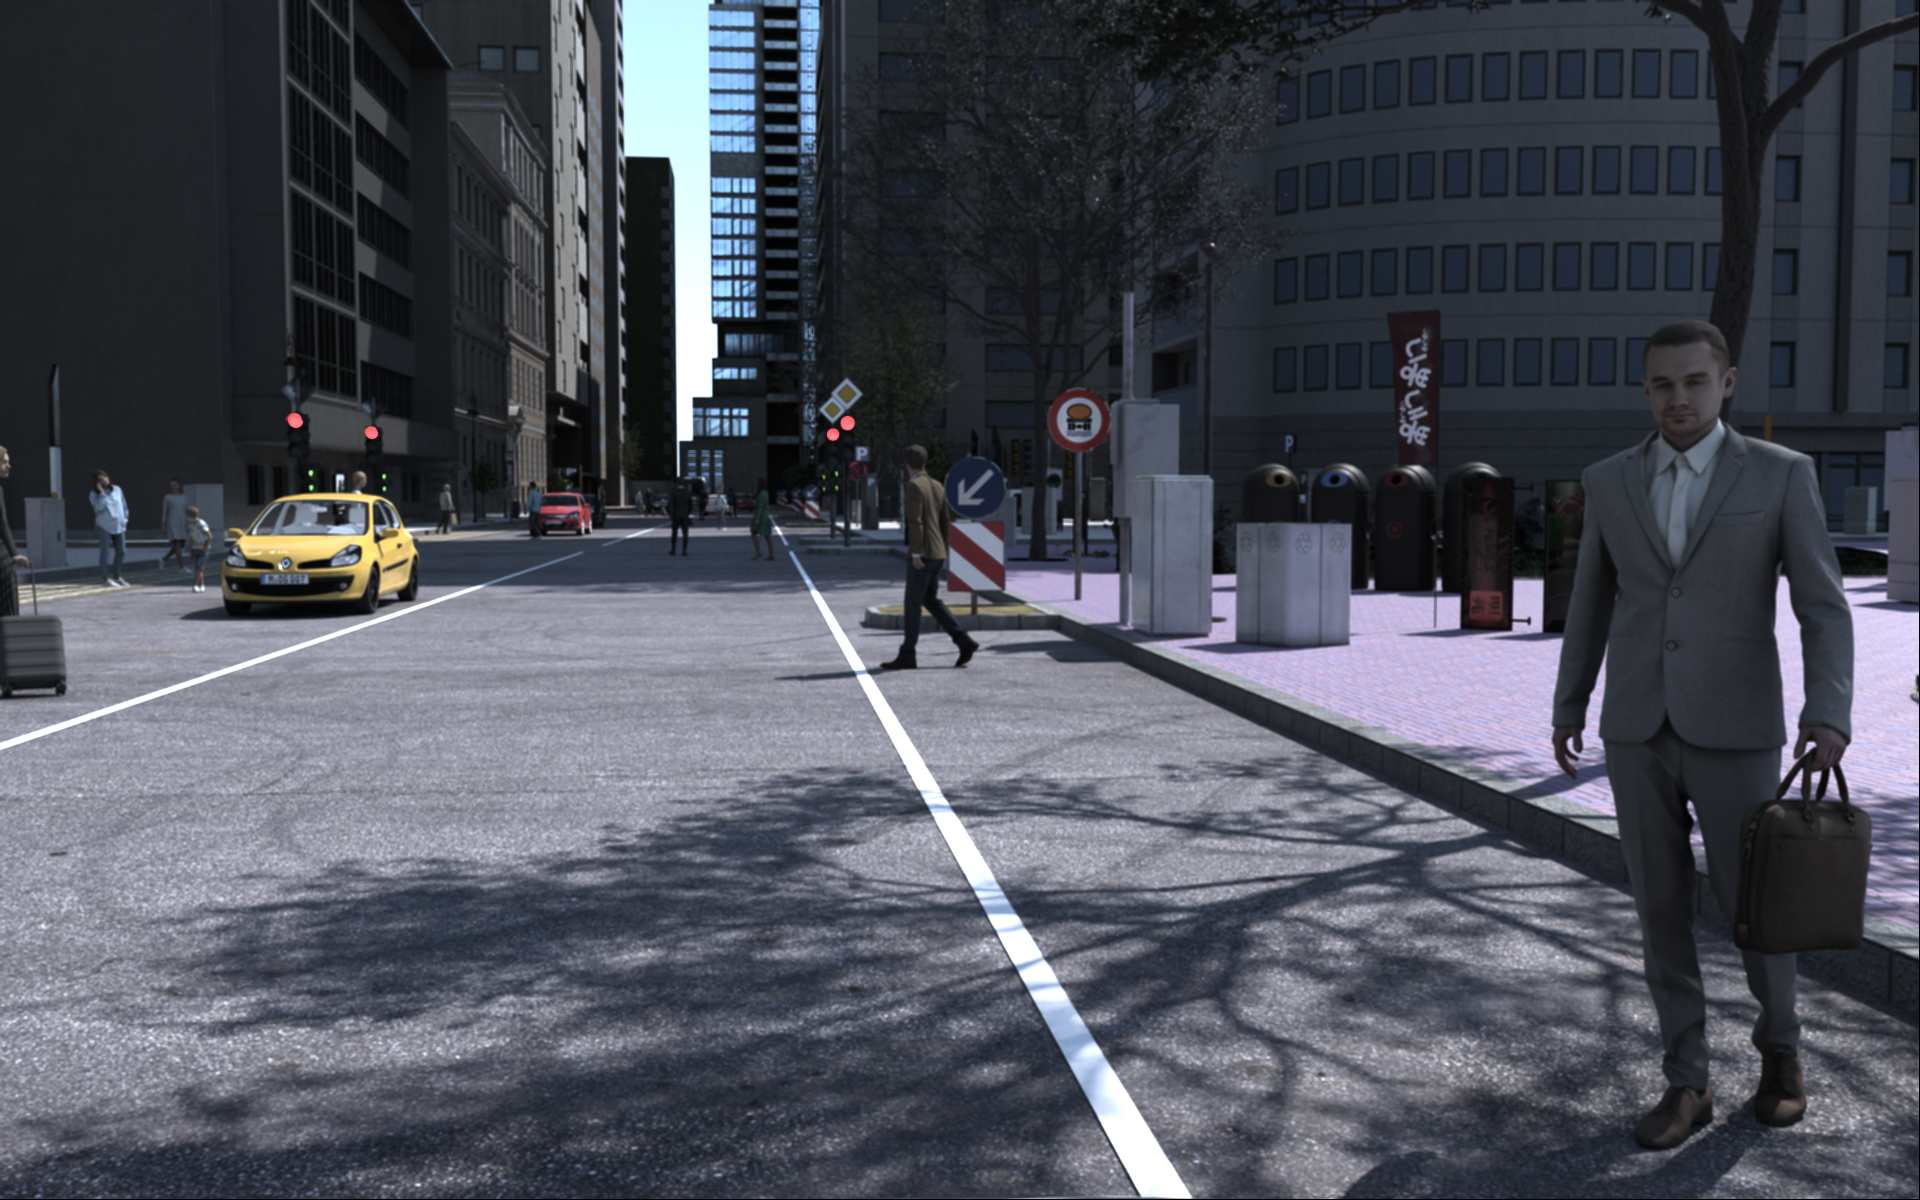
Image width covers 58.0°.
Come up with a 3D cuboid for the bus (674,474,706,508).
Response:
[{"bbox_3d":[-28.017,-11.361,180.615,2.948,3.499,13.247,0,4,-6],"label":"bus"}]

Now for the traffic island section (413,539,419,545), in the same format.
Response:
[{"bbox_3d":[-16.339,-1.598,48.409,2.009,0.180,2.903,0,4,-7],"label":"traffic island section"}]

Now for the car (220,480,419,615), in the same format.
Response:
[{"bbox_3d":[-7.981,-0.706,21.774,2.015,1.641,3.980,0,4,-7],"label":"car"}]

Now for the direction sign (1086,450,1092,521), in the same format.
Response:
[{"bbox_3d":[6.239,-5.631,84.061,0.379,3.537,0.876,1,4,21],"label":"direction sign"}]

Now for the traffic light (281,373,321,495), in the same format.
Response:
[{"bbox_3d":[-15.368,-3.145,40.348,0.839,4.253,0.868,0,4,-7],"label":"traffic light"}]

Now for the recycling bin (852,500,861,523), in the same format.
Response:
[{"bbox_3d":[-4.308,-3.874,75.902,0.722,1.027,0.722,-1,4,-20],"label":"recycling bin"}]

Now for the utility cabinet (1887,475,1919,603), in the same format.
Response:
[{"bbox_3d":[11.248,-0.698,20.094,0.318,1.500,1.173,0,4,-1],"label":"utility cabinet"}]

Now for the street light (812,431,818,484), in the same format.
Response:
[{"bbox_3d":[-10.322,-9.222,123.559,0.468,5.910,1.993,0,4,-7],"label":"street light"}]

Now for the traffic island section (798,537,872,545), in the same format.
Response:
[{"bbox_3d":[-3.633,-1.689,49.888,2.009,0.180,2.903,0,4,-7],"label":"traffic island section"}]

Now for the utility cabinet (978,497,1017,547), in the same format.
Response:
[{"bbox_3d":[0.834,-1.874,41.800,1.020,1.237,0.306,1,4,15],"label":"utility cabinet"}]

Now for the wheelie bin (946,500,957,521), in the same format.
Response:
[{"bbox_3d":[-0.497,-4.463,80.876,0.693,1.594,0.980,-2,4,-24],"label":"wheelie bin"}]

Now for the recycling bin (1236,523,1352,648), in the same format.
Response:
[{"bbox_3d":[2.855,-0.140,14.850,0.722,1.027,0.722,-2,4,-28],"label":"recycling bin"}]

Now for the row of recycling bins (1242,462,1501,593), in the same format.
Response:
[{"bbox_3d":[5.499,-0.988,23.262,3.534,1.692,1.069,2,4,25],"label":"row of recycling bins"}]

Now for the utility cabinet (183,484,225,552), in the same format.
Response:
[{"bbox_3d":[-16.795,-1.821,38.451,0.318,1.500,1.173,0,4,5],"label":"utility cabinet"}]

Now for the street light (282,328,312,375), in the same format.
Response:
[{"bbox_3d":[-18.429,-4.617,48.276,0.468,5.910,1.993,0,4,-7],"label":"street light"}]

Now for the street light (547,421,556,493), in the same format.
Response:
[{"bbox_3d":[-25.180,-8.211,107.033,0.468,5.910,1.993,0,4,-7],"label":"street light"}]

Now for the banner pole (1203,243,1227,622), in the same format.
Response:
[{"bbox_3d":[2.513,-1.689,17.628,0.401,3.779,0.863,0,4,4],"label":"banner pole"}]

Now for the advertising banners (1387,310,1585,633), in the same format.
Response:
[{"bbox_3d":[4.993,-1.227,16.250,2.074,3.025,0.090,2,4,33],"label":"advertising banners"}]

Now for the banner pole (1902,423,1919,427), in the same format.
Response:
[{"bbox_3d":[29.406,-3.874,53.359,0.863,3.779,0.401,3,5,41],"label":"banner pole"}]

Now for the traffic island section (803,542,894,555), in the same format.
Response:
[{"bbox_3d":[-2.704,-1.203,41.957,2.009,0.180,2.903,0,4,-7],"label":"traffic island section"}]

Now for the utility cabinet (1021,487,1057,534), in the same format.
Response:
[{"bbox_3d":[2.504,-2.811,54.641,1.173,1.500,0.318,3,4,38],"label":"utility cabinet"}]

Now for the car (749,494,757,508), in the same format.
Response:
[{"bbox_3d":[-19.393,-9.336,162.867,2.015,1.641,3.980,0,4,-7],"label":"car"}]

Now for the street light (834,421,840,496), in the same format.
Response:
[{"bbox_3d":[-6.769,-7.416,94.046,0.468,5.910,1.993,0,4,-7],"label":"street light"}]

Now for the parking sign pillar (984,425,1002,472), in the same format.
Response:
[{"bbox_3d":[1.294,-4.801,66.976,1.447,3.967,1.447,-1,4,-10],"label":"parking sign pillar"}]

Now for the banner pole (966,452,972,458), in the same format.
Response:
[{"bbox_3d":[0.556,-6.124,90.148,0.401,3.779,0.863,3,5,39],"label":"banner pole"}]

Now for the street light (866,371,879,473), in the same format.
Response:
[{"bbox_3d":[-3.285,-5.633,64.887,0.468,5.910,1.993,0,4,-7],"label":"street light"}]

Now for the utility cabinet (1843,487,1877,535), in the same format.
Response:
[{"bbox_3d":[28.184,-2.788,54.257,0.318,1.500,1.173,0,4,-7],"label":"utility cabinet"}]

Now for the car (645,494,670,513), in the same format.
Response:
[{"bbox_3d":[-23.221,-7.440,133.447,2.131,1.459,4.920,0,4,-6],"label":"car"}]

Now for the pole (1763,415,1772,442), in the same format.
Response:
[{"bbox_3d":[20.738,-3.102,44.562,0.158,3.312,0.155,0,3,0],"label":"pole"}]

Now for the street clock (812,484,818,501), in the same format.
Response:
[{"bbox_3d":[-10.015,-7.024,119.418,0.358,2.002,0.471,-2,4,-32],"label":"street clock"}]

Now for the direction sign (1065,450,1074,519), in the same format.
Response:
[{"bbox_3d":[5.792,-5.898,88.432,0.876,3.537,0.379,-1,4,-19],"label":"direction sign"}]

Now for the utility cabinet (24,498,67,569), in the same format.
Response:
[{"bbox_3d":[-15.854,-1.156,30.060,0.306,1.237,1.020,0,4,-7],"label":"utility cabinet"}]

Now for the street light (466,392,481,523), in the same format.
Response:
[{"bbox_3d":[-21.732,-6.402,77.462,0.468,5.910,1.993,0,4,-7],"label":"street light"}]

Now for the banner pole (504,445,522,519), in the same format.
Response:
[{"bbox_3d":[-22.880,-6.032,88.633,0.863,3.779,0.401,-1,4,-21],"label":"banner pole"}]

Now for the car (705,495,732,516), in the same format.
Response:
[{"bbox_3d":[-15.855,-6.179,113.380,2.083,1.381,4.827,0,4,-6],"label":"car"}]

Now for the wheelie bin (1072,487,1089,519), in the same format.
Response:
[{"bbox_3d":[5.765,-4.579,82.769,0.693,1.594,0.980,-1,4,-19],"label":"wheelie bin"}]

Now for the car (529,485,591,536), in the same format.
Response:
[{"bbox_3d":[-13.913,-3.140,60.382,2.155,1.783,4.494,0,4,-7],"label":"car"}]

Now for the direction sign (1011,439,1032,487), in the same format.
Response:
[{"bbox_3d":[2.542,-4.867,71.568,0.876,3.537,0.379,1,4,18],"label":"direction sign"}]

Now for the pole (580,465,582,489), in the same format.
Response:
[{"bbox_3d":[-26.641,-7.823,121.747,0.158,3.312,0.155,0,3,0],"label":"pole"}]

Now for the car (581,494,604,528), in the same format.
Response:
[{"bbox_3d":[-16.234,-3.927,73.994,2.009,1.686,4.222,0,4,-6],"label":"car"}]

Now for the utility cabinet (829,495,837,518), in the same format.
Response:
[{"bbox_3d":[-6.754,-4.964,92.327,0.306,1.237,1.020,-1,4,-11],"label":"utility cabinet"}]

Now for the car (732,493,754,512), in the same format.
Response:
[{"bbox_3d":[-17.442,-7.891,138.056,2.155,1.783,4.494,0,4,-8],"label":"car"}]
